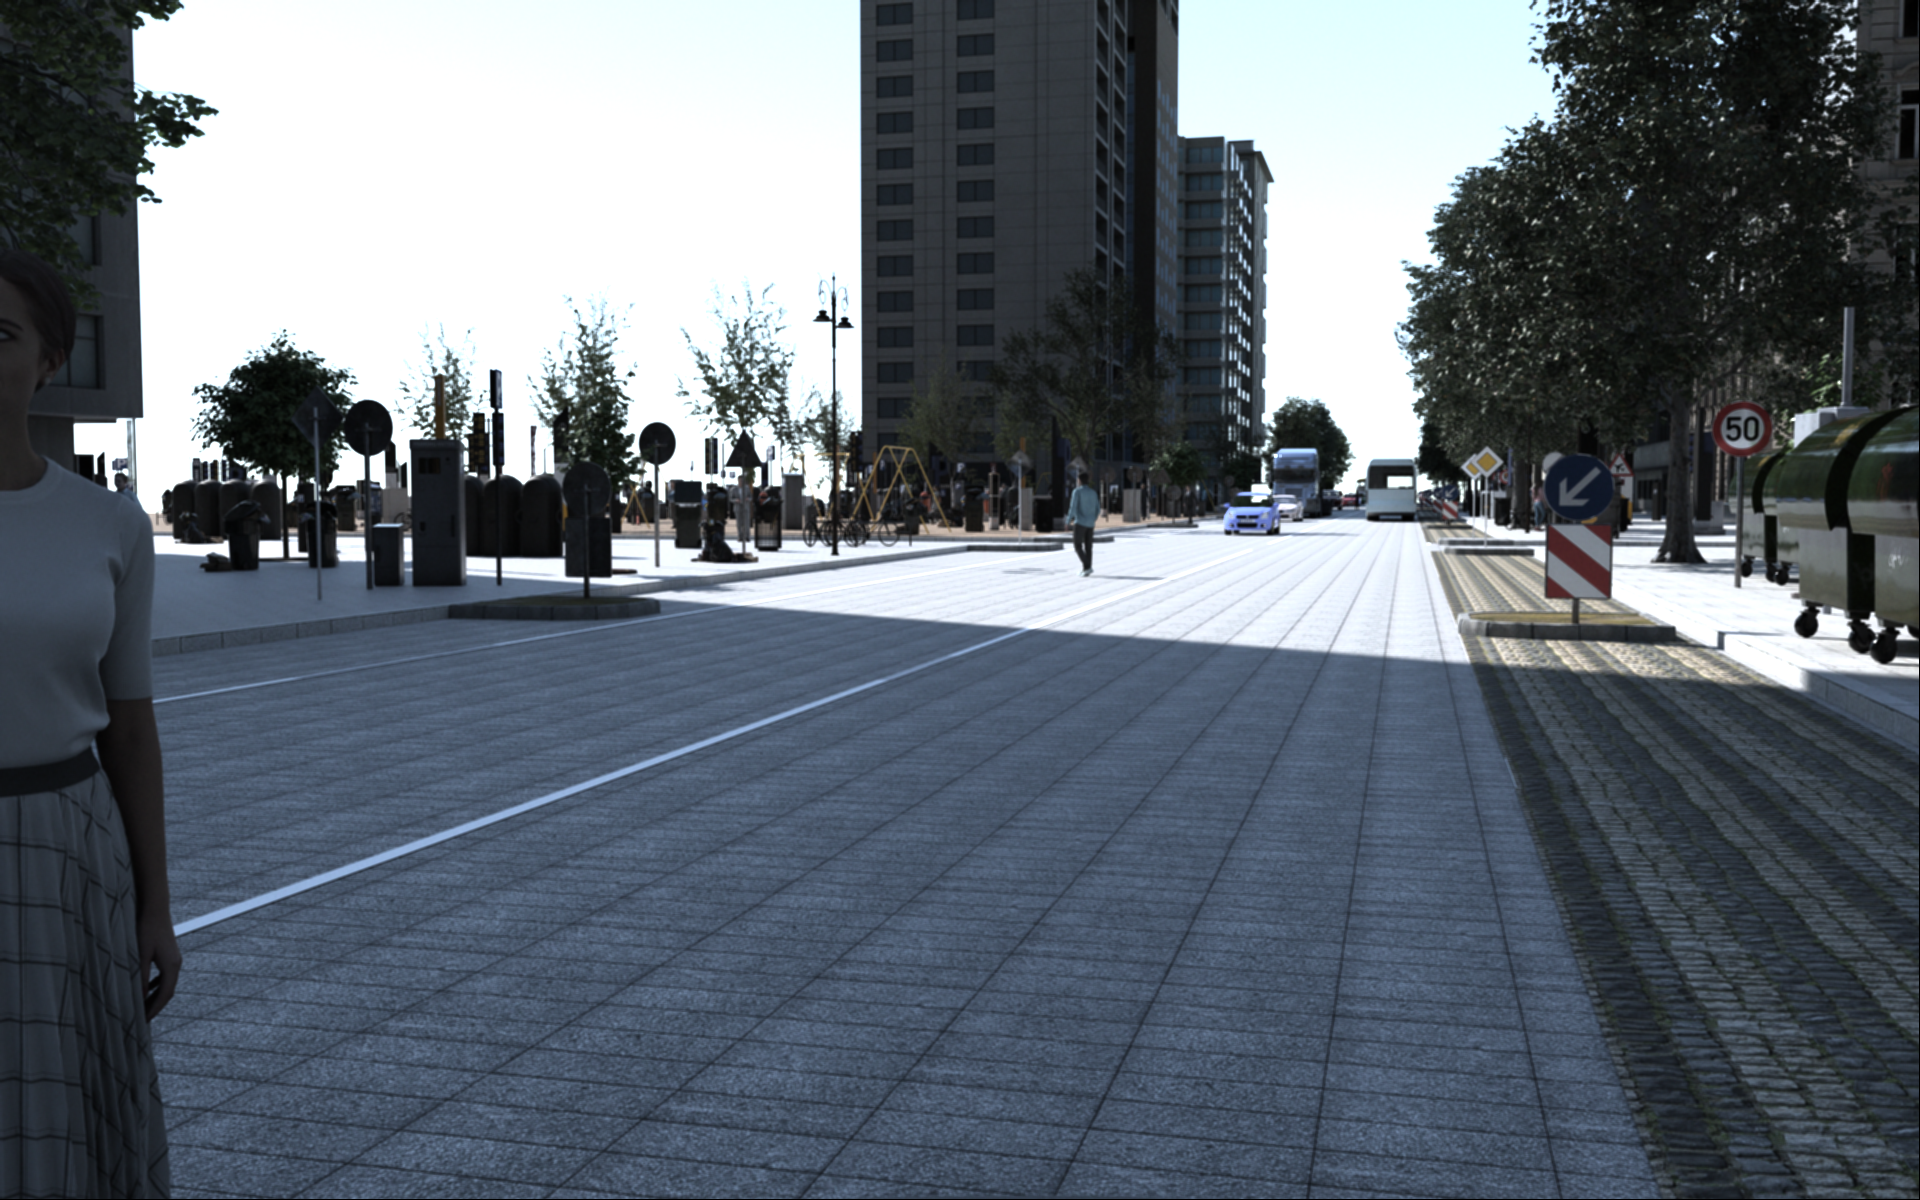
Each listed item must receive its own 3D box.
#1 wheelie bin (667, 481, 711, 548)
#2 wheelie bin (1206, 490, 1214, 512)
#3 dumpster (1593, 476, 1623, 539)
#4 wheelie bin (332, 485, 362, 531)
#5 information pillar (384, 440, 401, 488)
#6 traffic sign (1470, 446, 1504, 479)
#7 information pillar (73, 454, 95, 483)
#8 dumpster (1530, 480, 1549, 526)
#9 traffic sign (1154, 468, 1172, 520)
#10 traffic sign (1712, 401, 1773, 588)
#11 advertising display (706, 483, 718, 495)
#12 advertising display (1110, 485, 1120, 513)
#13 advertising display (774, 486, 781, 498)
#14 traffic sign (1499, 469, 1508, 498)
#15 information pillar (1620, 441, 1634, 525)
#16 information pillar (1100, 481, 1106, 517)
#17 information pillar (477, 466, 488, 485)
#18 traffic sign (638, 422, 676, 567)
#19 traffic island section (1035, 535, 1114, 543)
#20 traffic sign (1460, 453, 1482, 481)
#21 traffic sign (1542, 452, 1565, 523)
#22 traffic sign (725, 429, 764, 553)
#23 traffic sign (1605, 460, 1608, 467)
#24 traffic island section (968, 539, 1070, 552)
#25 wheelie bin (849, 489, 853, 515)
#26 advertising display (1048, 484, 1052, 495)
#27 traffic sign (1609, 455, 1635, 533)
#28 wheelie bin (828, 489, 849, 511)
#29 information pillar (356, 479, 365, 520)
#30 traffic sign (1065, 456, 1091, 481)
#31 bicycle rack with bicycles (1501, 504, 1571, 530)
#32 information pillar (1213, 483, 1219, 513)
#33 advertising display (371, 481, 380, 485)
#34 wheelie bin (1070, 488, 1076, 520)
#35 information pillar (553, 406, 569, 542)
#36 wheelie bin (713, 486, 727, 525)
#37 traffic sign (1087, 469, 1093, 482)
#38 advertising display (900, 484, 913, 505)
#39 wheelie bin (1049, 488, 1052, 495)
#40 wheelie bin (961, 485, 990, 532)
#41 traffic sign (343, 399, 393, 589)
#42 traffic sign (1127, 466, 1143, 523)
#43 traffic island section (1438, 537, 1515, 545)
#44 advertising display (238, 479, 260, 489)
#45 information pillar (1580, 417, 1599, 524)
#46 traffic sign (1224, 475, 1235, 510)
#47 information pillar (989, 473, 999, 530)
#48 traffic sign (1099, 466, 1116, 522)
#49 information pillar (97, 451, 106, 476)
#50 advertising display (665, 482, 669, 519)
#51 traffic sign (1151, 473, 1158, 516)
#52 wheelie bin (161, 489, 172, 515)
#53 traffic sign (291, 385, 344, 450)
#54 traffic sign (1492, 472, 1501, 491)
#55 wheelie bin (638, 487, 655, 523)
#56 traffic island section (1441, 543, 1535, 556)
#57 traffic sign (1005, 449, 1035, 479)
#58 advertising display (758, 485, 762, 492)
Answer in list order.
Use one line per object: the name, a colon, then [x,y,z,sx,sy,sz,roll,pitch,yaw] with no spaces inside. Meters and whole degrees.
wheelie bin: [-6.483,-2.037,41.215,0.980,1.594,0.693,0,4,-5]
wheelie bin: [17.985,-7.169,125.119,0.693,1.594,0.980,2,4,30]
dumpster: [18.565,-2.730,50.401,1.264,1.857,1.865,1,4,15]
wheelie bin: [-21.227,-3.184,59.967,0.980,1.594,0.693,-1,4,-15]
information pillar: [-22.303,-4.677,67.826,0.504,3.616,0.183,1,4,13]
traffic sign: [12.649,-2.408,41.559,0.795,2.593,0.064,1,4,14]
information pillar: [-16.043,-1.668,31.772,0.304,2.012,0.304,-3,4,-37]
dumpster: [24.018,-3.983,70.884,1.264,1.857,1.865,1,4,15]
traffic sign: [9.876,-5.159,84.350,0.884,2.594,0.081,1,4,20]
traffic sign: [10.678,-1.443,23.700,0.768,2.556,0.104,1,4,19]
advertising display: [-14.094,-5.702,98.445,0.974,1.923,0.123,3,5,44]
advertising display: [10.551,-6.912,118.229,0.123,1.923,0.974,-2,4,-32]
advertising display: [-14.290,-7.870,133.884,0.974,1.923,0.123,-2,4,-25]
traffic sign: [27.742,-5.367,87.854,0.768,2.556,0.104,2,4,24]
information pillar: [27.631,-4.915,71.722,0.504,3.616,0.183,1,4,22]
information pillar: [7.938,-5.559,95.376,0.304,2.012,0.304,-1,4,-21]
information pillar: [-20.498,-5.074,74.322,0.504,3.616,0.183,0,4,-8]
traffic sign: [-5.335,-1.856,30.449,0.768,2.556,0.104,1,4,22]
traffic island section: [3.505,-1.833,52.257,2.009,0.180,2.903,1,4,14]
traffic sign: [14.653,-2.881,49.290,0.795,2.593,0.064,1,4,14]
traffic sign: [17.983,-3.198,52.397,0.768,2.556,0.104,1,4,19]
traffic sign: [-4.314,-2.111,34.527,0.884,2.594,0.081,1,4,23]
traffic sign: [20.996,-3.497,57.287,0.768,2.556,0.104,1,4,19]
traffic island section: [1.502,-1.361,44.526,2.009,0.180,2.903,1,4,14]
wheelie bin: [-6.971,-6.089,107.468,0.693,1.594,0.980,1,4,19]
advertising display: [5.749,-6.232,107.110,0.123,1.923,0.974,2,4,32]
traffic sign: [19.832,-3.190,52.158,0.884,2.594,0.081,1,4,19]
wheelie bin: [-7.269,-5.736,101.688,0.980,1.594,0.693,-3,5,-41]
information pillar: [-30.005,-5.029,86.714,0.304,2.012,0.304,2,4,27]
traffic sign: [3.530,-3.058,52.183,0.795,2.593,0.064,1,4,14]
bicycle rack with bicycles: [20.818,-2.959,61.762,2.925,0.926,2.852,0,4,-7]
information pillar: [17.479,-6.955,118.198,0.304,2.012,0.304,1,4,20]
advertising display: [-29.851,-5.066,88.050,0.123,1.923,0.974,2,4,26]
wheelie bin: [5.437,-4.762,85.767,0.980,1.594,0.693,1,4,13]
information pillar: [-10.614,-3.354,46.199,0.504,3.616,0.183,2,4,25]
wheelie bin: [-10.035,-3.878,71.317,0.980,1.594,0.693,2,4,26]
traffic sign: [5.586,-4.737,77.553,0.768,2.556,0.104,1,4,21]
advertising display: [-3.407,-6.398,109.829,0.974,1.923,0.123,2,4,35]
wheelie bin: [5.330,-5.456,97.111,0.693,1.594,0.980,-2,4,-34]
wheelie bin: [0.520,-3.110,58.756,0.980,1.594,0.693,0,4,4]
traffic sign: [-7.960,-1.417,23.280,0.768,2.556,0.104,1,4,16]
traffic sign: [7.802,-4.723,77.326,0.768,2.556,0.104,1,4,23]
traffic island section: [14.678,-1.657,49.366,2.009,0.180,2.903,1,4,14]
advertising display: [-30.577,-4.243,74.584,0.974,1.923,0.123,-1,4,-22]
information pillar: [17.254,-3.438,47.571,0.504,3.616,0.183,2,4,29]
traffic sign: [18.292,-7.195,117.747,0.768,2.556,0.104,1,4,19]
information pillar: [1.210,-3.479,61.371,0.304,2.012,0.304,-1,4,-15]
traffic sign: [6.731,-4.836,79.176,0.768,2.556,0.104,1,4,15]
information pillar: [-46.149,-6.226,93.141,0.183,3.616,0.504,2,4,25]
advertising display: [-15.288,-5.259,91.193,0.123,1.923,0.974,1,4,13]
traffic sign: [11.340,-6.083,99.568,0.768,2.556,0.104,2,4,23]
wheelie bin: [-49.345,-6.121,107.991,0.693,1.594,0.980,0,4,-5]
traffic sign: [-7.780,-1.300,20.987,0.795,2.593,0.064,1,4,20]
traffic sign: [29.390,-5.771,94.461,0.768,2.556,0.104,2,4,24]
wheelie bin: [-13.748,-4.171,76.104,0.693,1.594,0.980,-2,4,-35]
traffic island section: [12.674,-1.184,41.636,2.009,0.180,2.903,1,4,14]
traffic sign: [1.526,-2.585,44.453,0.795,2.593,0.064,1,4,14]
advertising display: [-14.175,-7.268,124.047,0.123,1.923,0.974,-3,4,-36]
